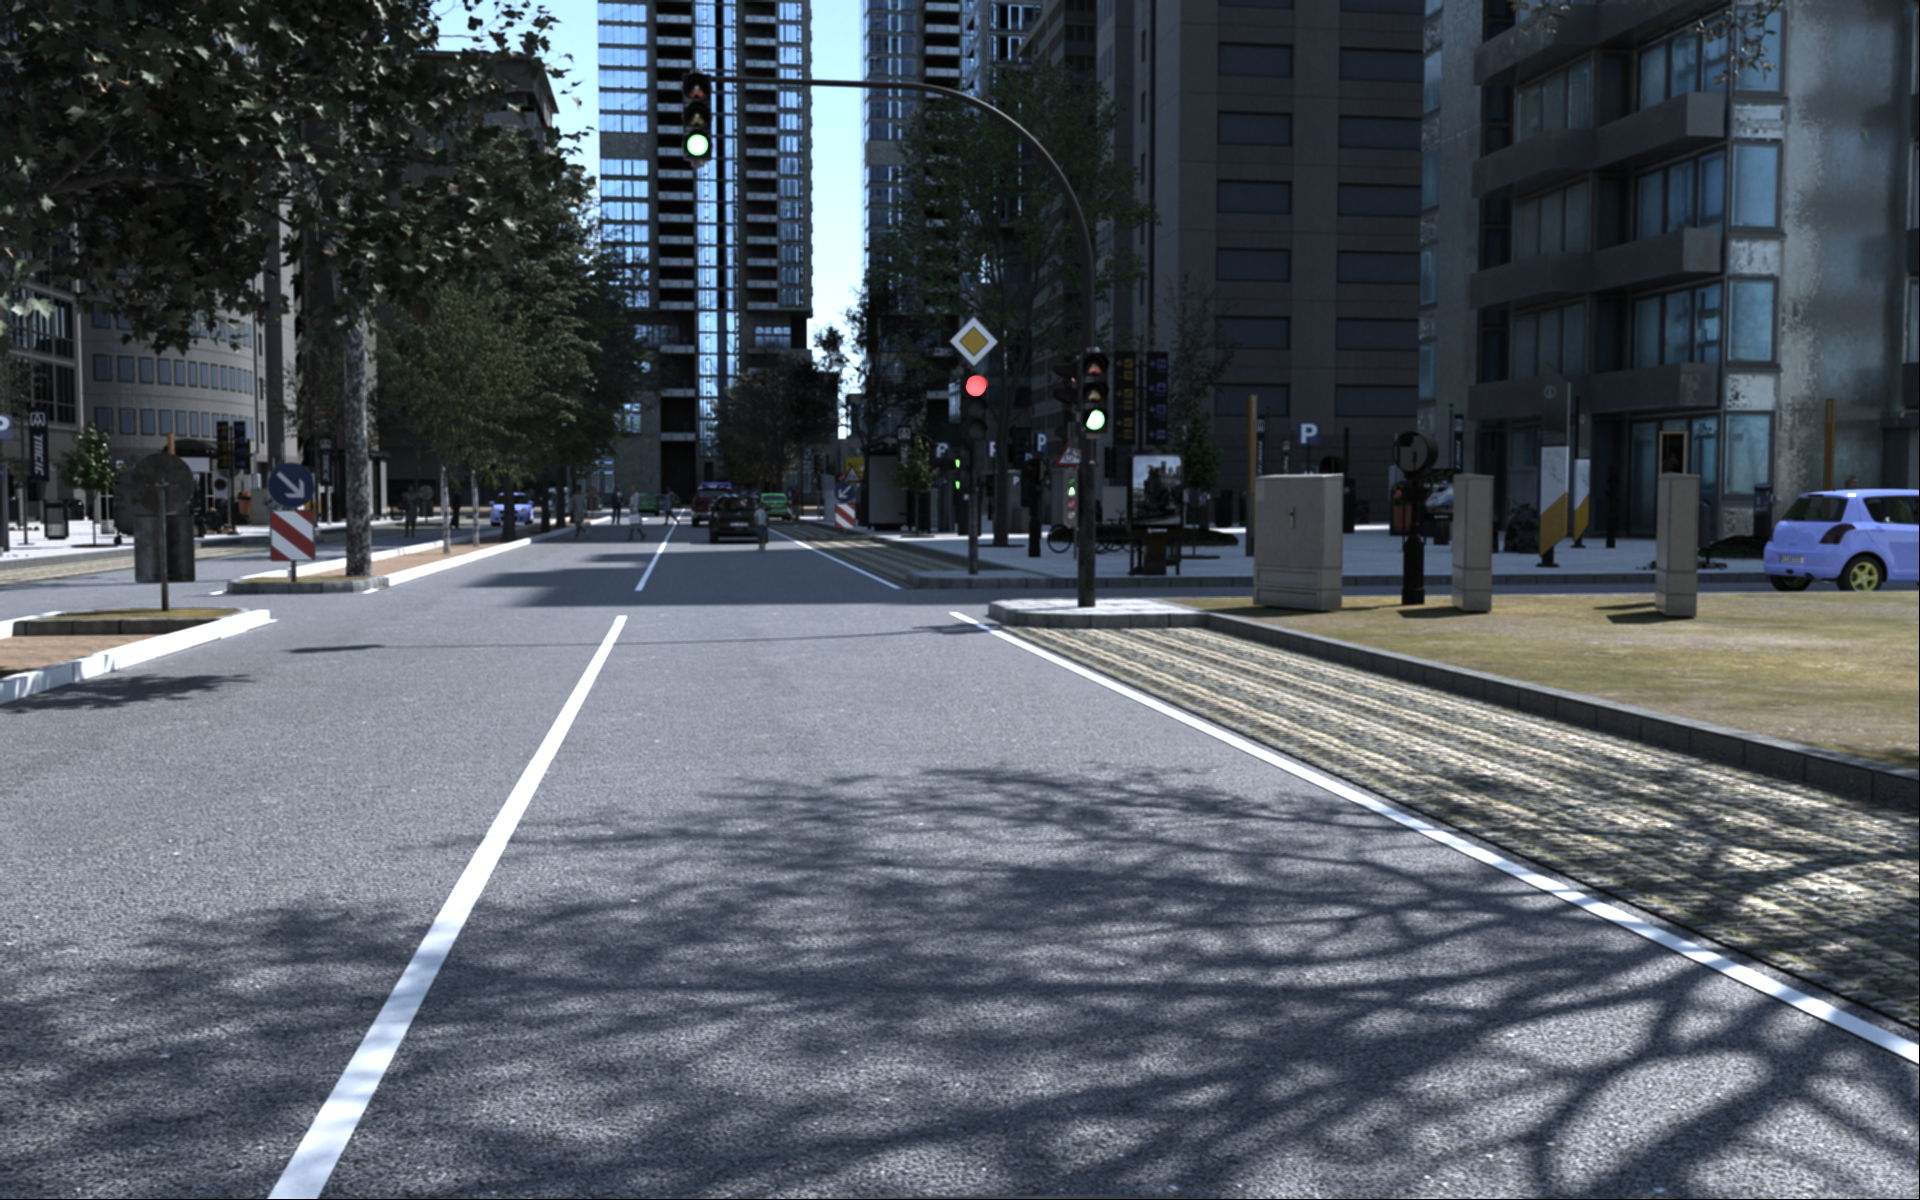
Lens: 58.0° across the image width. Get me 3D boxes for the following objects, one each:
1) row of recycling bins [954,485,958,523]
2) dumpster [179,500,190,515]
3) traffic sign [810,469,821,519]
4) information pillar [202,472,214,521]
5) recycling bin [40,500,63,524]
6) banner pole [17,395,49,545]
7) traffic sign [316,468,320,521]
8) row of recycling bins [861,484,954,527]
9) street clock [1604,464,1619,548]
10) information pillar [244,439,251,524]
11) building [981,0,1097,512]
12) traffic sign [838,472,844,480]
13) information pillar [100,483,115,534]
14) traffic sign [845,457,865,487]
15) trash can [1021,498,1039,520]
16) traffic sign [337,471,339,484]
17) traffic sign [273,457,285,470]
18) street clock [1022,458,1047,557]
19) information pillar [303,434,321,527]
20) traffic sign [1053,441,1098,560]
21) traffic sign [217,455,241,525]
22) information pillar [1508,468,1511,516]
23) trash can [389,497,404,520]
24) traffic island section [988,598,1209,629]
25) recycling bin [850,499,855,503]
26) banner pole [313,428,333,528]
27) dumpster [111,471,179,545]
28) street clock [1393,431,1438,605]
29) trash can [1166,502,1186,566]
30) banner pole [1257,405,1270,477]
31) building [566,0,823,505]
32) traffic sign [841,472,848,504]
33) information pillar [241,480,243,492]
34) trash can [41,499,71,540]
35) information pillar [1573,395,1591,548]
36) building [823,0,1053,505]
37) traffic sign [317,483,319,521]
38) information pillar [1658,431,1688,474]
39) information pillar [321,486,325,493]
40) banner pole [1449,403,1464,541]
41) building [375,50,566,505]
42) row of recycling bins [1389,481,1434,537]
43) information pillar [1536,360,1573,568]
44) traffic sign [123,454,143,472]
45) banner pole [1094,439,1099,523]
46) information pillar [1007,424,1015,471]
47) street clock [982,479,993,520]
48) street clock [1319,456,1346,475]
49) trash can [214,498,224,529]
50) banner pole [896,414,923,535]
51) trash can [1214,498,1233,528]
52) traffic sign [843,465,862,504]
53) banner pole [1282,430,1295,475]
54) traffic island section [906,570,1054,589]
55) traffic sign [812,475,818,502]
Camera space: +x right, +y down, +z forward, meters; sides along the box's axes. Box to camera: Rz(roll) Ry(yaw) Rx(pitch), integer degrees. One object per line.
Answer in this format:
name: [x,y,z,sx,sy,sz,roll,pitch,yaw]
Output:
row of recycling bins: [-0.462,-4.285,77.171,1.069,1.692,3.534,-2,4,-26]
dumpster: [-24.056,-3.055,52.441,1.502,2.255,1.985,-1,4,-9]
traffic sign: [-7.294,-5.478,89.561,0.884,2.594,0.081,0,4,-8]
information pillar: [-24.708,-3.202,56.851,0.304,2.012,0.304,2,4,26]
recycling bin: [-39.046,-3.785,74.434,0.722,1.027,0.722,-3,5,-44]
banner pole: [-23.453,-3.290,43.816,0.863,3.779,0.401,0,4,-3]
traffic sign: [-30.545,-5.022,82.208,0.768,2.556,0.104,0,4,-1]
row of recycling bins: [-2.170,-3.768,68.714,3.534,1.692,1.069,-1,4,-8]
street clock: [15.512,-2.243,41.239,0.358,2.002,0.471,1,4,15]
information pillar: [-30.210,-5.021,73.443,0.504,3.616,0.183,3,5,42]
building: [18.375,-26.511,125.328,32.217,40.220,23.993,-1,4,-9]
traffic sign: [-6.712,-6.165,100.903,0.768,2.556,0.104,0,4,-7]
information pillar: [-27.264,-3.112,55.378,0.304,2.012,0.304,1,4,19]
traffic sign: [-5.119,-6.134,94.157,2.265,3.308,0.079,0,4,-6]
trash can: [2.614,-3.226,64.396,0.748,1.137,0.748,0,3,0]
traffic sign: [-33.226,-5.689,93.115,0.768,2.556,0.104,0,3,0]
traffic sign: [-23.762,-3.710,60.666,0.884,2.594,0.081,0,4,-8]
street clock: [1.516,-1.873,35.198,0.471,2.002,0.358,-2,4,-23]
information pillar: [-25.277,-4.648,67.352,0.504,3.616,0.183,1,4,13]
traffic sign: [2.249,-2.062,33.724,0.884,2.594,0.081,0,4,-4]
traffic sign: [-24.004,-3.472,56.872,0.768,2.556,0.104,0,4,-6]
information pillar: [15.549,-2.696,48.568,0.304,2.012,0.304,1,4,10]
trash can: [-27.395,-4.440,84.242,0.748,1.137,0.748,0,3,0]
traffic island section: [1.453,0.154,19.756,2.009,0.180,2.903,-1,4,-9]
recycling bin: [-5.983,-5.245,98.309,0.722,1.027,0.722,1,4,15]
banner pole: [-24.159,-4.621,65.574,0.863,3.779,0.401,-1,4,-11]
dumpster: [-20.906,-2.368,44.479,1.264,1.857,1.865,-1,4,-9]
street clock: [5.274,-0.950,20.101,0.358,2.002,0.471,-3,5,-43]
trash can: [3.680,-1.194,31.176,0.748,1.137,0.748,0,3,0]
banner pole: [8.509,-3.585,48.627,0.401,3.779,0.863,3,5,42]
building: [-30.878,-54.680,206.684,31.000,86.520,22.319,-1,4,-9]
traffic sign: [-6.232,-5.882,96.270,0.768,2.556,0.104,0,4,-2]
information pillar: [-37.515,-5.278,90.789,0.304,2.012,0.304,-2,4,-24]
trash can: [-25.471,-2.273,48.811,0.748,1.137,0.748,0,3,0]
information pillar: [14.803,-3.050,41.228,0.504,3.616,0.183,-2,4,-35]
building: [-0.169,-54.940,210.942,31.000,86.520,22.319,-1,4,-9]
traffic sign: [-31.067,-5.117,83.770,0.768,2.556,0.104,0,4,-2]
information pillar: [8.349,-0.968,20.321,0.304,2.012,0.304,2,4,25]
information pillar: [-34.585,-6.257,93.654,0.183,3.616,0.504,2,4,28]
banner pole: [13.620,-3.526,47.667,0.863,3.779,0.401,-3,5,-42]
building: [-60.274,-37.750,206.444,27.495,52.752,28.713,-1,4,-9]
row of recycling bins: [14.131,-2.756,52.167,1.069,1.692,3.534,-1,4,-17]
information pillar: [10.378,-2.379,30.251,0.183,3.616,0.504,-3,5,-43]
traffic sign: [-26.369,-3.380,55.366,0.768,2.556,0.104,0,4,-2]
banner pole: [5.806,-5.321,77.015,0.863,3.779,0.401,-1,4,-21]
information pillar: [1.676,-4.094,58.283,0.183,3.616,0.504,-3,5,-42]
street clock: [1.468,-4.891,84.531,0.471,2.002,0.358,1,4,12]
street clock: [7.118,-1.747,33.132,0.358,2.002,0.471,-3,5,-40]
trash can: [-26.113,-2.988,60.506,0.748,1.137,0.748,0,3,0]
banner pole: [-1.596,-3.952,54.631,0.863,3.779,0.401,1,4,9]
trash can: [10.006,-3.315,65.859,0.748,1.137,0.748,0,3,0]
traffic sign: [-4.758,-4.675,76.442,0.884,2.594,0.081,0,4,-8]
banner pole: [12.887,-4.765,67.929,0.401,3.779,0.863,-2,4,-30]
traffic island section: [0.234,-0.328,27.648,2.009,0.180,2.903,-1,4,-9]
traffic sign: [-8.397,-6.264,102.524,0.768,2.556,0.104,0,4,-5]
